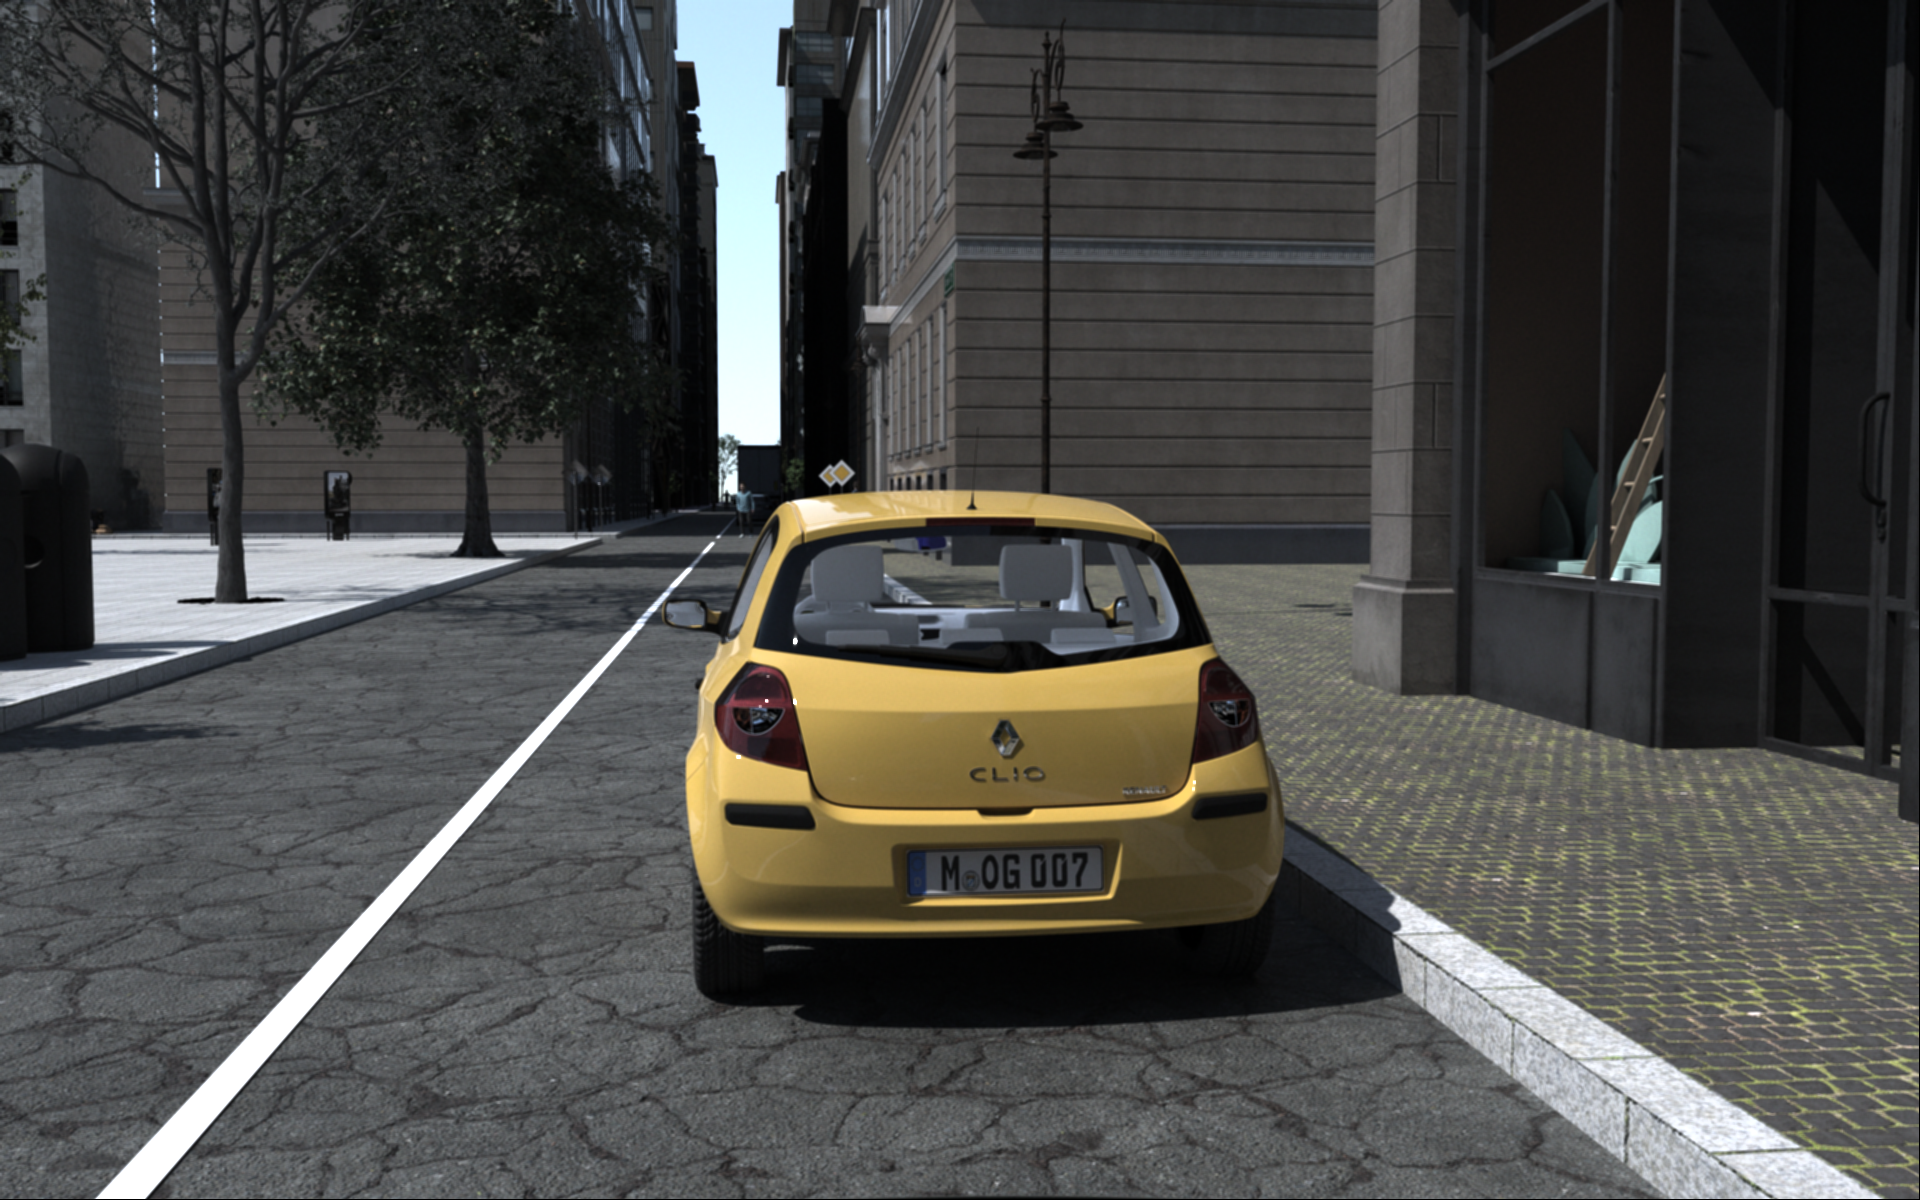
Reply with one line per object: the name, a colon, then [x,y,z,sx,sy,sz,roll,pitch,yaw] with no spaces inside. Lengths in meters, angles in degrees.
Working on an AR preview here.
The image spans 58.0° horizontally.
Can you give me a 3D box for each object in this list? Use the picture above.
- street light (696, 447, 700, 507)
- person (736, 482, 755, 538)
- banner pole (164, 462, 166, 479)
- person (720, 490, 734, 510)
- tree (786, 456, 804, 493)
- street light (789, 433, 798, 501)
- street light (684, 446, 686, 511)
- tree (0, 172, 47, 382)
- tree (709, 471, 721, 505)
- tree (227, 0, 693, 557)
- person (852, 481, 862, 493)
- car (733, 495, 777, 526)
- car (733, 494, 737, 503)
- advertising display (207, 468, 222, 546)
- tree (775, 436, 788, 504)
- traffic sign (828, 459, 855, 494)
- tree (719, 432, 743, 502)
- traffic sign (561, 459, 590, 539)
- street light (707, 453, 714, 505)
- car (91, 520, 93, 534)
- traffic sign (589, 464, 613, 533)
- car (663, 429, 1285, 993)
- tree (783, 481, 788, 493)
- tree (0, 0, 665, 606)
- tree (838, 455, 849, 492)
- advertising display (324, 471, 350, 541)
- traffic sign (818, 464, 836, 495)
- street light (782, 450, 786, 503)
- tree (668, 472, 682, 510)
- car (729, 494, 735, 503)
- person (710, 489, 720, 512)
street light: [-24.971,-11.777,165.338,0.468,5.910,1.993,0,4,-7]
person: [-7.073,-2.982,57.278,0.660,1.820,0.620,1,4,10]
banner pole: [-44.349,-6.527,96.739,0.863,3.779,0.401,0,4,4]
person: [-21.435,-9.221,159.249,1.348,1.826,0.705,0,4,-2]
tree: [-11.992,-9.262,135.146,4.285,4.588,4.351,0,3,0]
street light: [-12.511,-9.719,131.695,0.468,5.910,1.993,0,4,-7]
street light: [-21.428,-9.866,134.100,0.468,5.910,1.993,0,4,-7]
tree: [-21.257,-5.253,36.249,4.737,8.622,4.395,0,3,0]
tree: [-30.606,-13.751,208.541,4.285,4.588,4.351,0,3,0]
tree: [-10.031,-7.234,35.278,9.611,12.733,9.660,0,3,0]
person: [-3.127,-2.708,52.794,0.581,1.822,0.654,-2,4,-35]
car: [-9.438,-4.149,79.838,2.014,1.417,4.499,0,4,-8]
car: [-32.122,-14.685,251.897,2.131,1.459,4.920,-1,4,-8]
advertising display: [-18.567,-2.333,43.359,0.123,1.923,0.974,0,4,-1]
tree: [-22.605,-16.608,221.899,4.737,8.622,4.395,0,3,0]
traffic sign: [-3.413,-2.837,50.030,0.795,2.450,0.064,0,4,-7]
tree: [-39.663,-22.263,289.748,9.928,11.665,9.643,0,3,0]
traffic sign: [-10.908,-2.785,49.175,0.795,2.450,0.064,0,4,-7]
street light: [-28.526,-13.687,196.574,0.468,5.910,1.993,0,4,-7]
car: [-28.482,-2.396,51.540,4.827,1.381,2.083,0,4,-6]
traffic sign: [-11.837,-3.270,57.106,0.795,2.450,0.064,0,4,-7]
car: [-0.117,0.229,6.477,2.015,1.641,3.980,0,4,-7]
tree: [-21.337,-13.611,217.139,1.663,3.219,1.824,0,3,0]
tree: [-8.468,-6.710,20.084,12.009,13.543,11.850,0,3,0]
tree: [-4.591,-4.937,75.325,1.663,3.219,1.824,0,3,0]
advertising display: [-17.254,-2.617,47.997,0.123,1.923,0.974,1,4,17]
traffic sign: [-4.342,-3.322,57.961,0.795,2.450,0.064,0,4,-7]
street light: [-17.877,-12.477,176.782,0.468,5.910,1.993,0,4,-7]
tree: [-21.555,-8.234,129.233,1.663,3.219,1.824,0,3,0]
car: [-34.522,-15.607,266.966,2.131,1.459,4.920,0,4,-8]
person: [-20.077,-8.137,141.550,0.705,1.824,1.348,-3,5,-45]
